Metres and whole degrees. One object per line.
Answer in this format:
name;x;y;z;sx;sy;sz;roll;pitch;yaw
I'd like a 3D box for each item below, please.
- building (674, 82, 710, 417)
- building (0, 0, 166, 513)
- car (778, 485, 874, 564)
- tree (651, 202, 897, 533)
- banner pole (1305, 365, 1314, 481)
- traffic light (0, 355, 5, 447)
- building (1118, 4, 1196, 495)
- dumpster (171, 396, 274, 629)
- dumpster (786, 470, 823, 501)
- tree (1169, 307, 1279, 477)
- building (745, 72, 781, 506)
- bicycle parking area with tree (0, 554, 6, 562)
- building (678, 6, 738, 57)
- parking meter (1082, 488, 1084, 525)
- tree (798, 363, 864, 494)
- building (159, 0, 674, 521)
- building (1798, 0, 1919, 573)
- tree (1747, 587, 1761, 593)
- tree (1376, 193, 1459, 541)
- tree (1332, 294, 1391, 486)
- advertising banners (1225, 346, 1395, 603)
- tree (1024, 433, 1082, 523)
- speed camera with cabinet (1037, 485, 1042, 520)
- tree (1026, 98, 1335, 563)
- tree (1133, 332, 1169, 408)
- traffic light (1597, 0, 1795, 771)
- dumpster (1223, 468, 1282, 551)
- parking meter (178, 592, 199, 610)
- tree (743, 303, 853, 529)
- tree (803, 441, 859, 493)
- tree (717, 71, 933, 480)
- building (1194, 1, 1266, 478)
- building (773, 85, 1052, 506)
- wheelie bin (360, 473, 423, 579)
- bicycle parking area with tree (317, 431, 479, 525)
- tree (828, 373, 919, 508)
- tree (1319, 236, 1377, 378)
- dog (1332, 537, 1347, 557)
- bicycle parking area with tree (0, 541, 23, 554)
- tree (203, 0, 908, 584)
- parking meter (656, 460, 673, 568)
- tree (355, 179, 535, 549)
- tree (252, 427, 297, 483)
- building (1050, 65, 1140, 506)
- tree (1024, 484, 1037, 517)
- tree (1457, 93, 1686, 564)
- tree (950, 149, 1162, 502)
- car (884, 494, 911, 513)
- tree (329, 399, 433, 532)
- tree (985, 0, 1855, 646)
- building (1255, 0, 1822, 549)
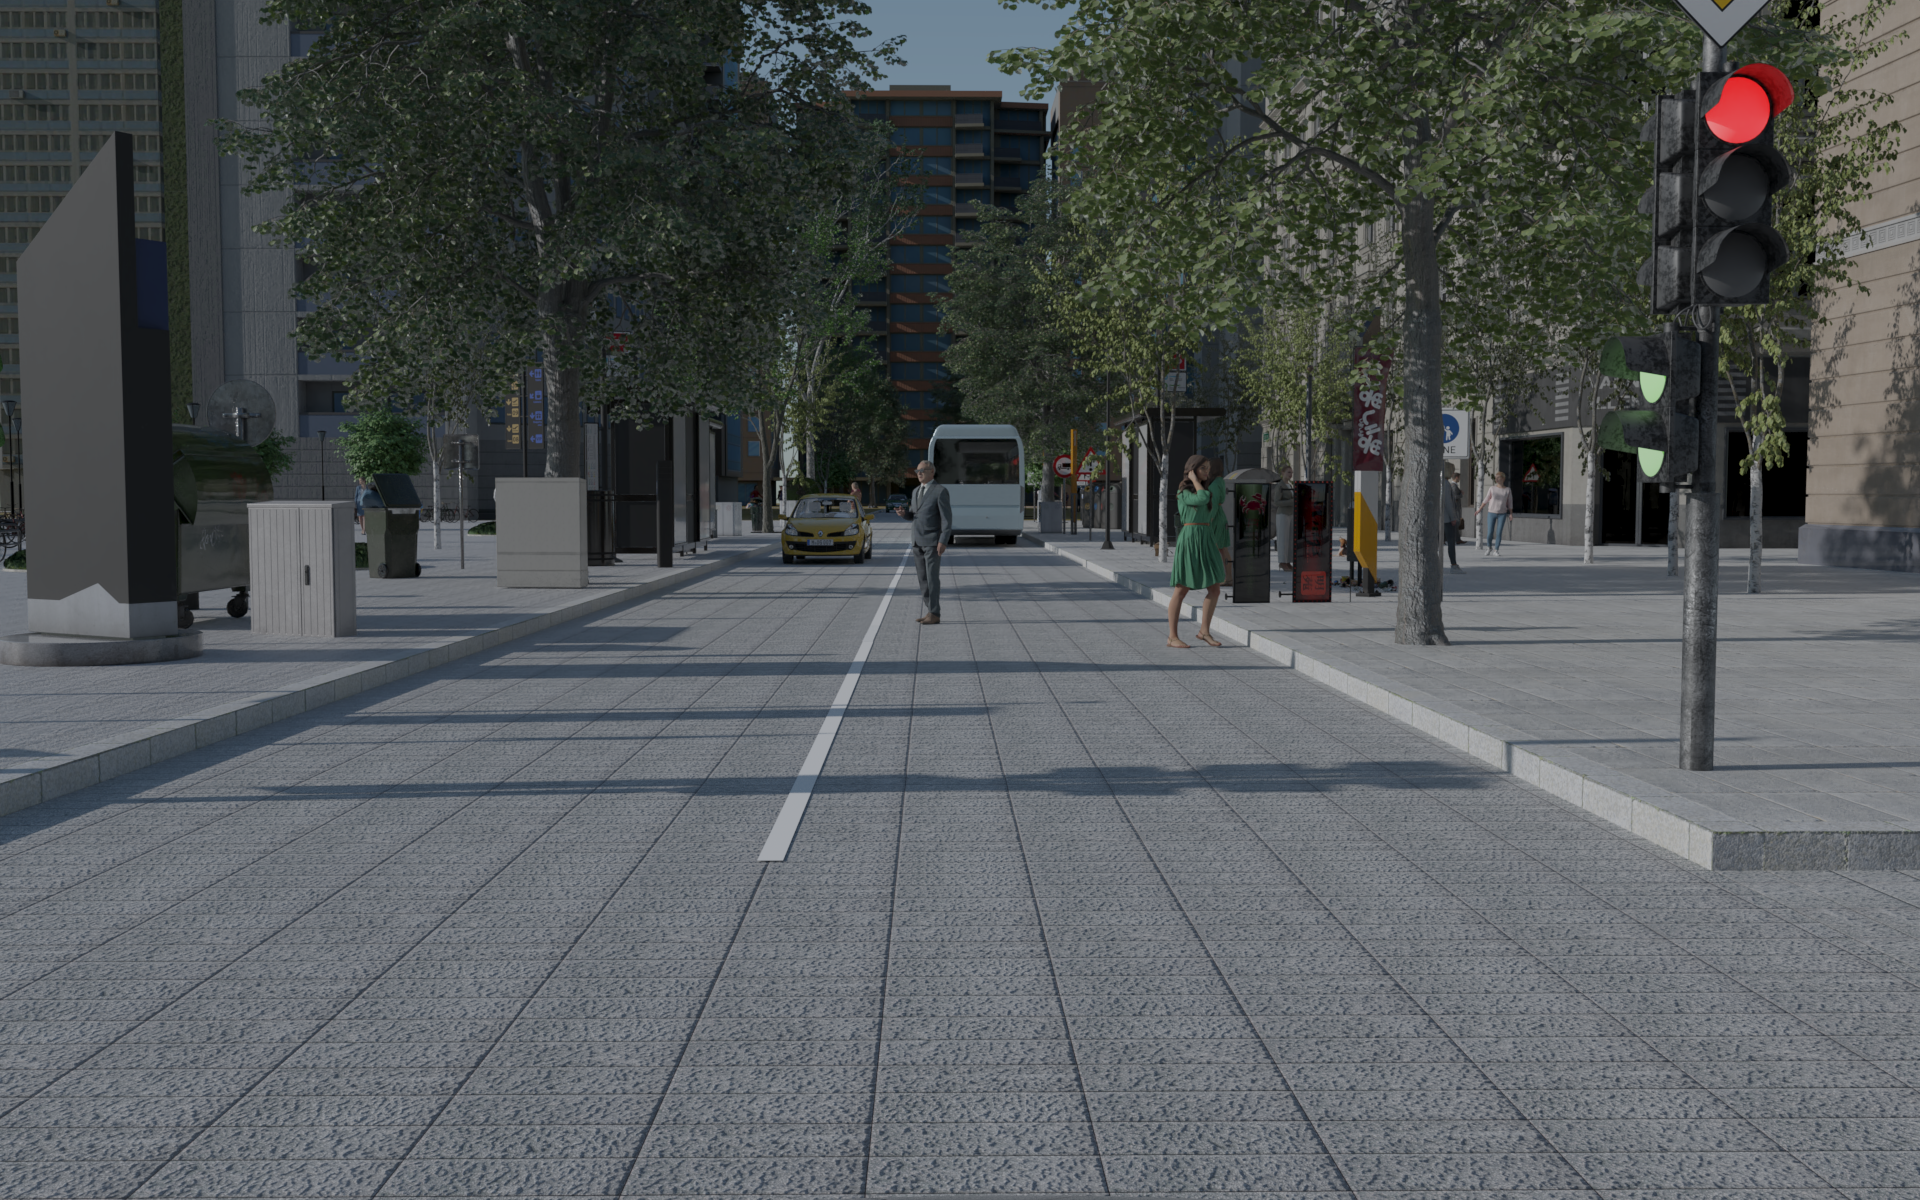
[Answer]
building;-24.911;-21.197;118.274;14.160;30.474;14.107;0;4;-1
building;-58.726;-26.836;130.643;23.993;40.220;32.217;0;4;-1
car;-2.801;-1.629;36.858;2.015;1.641;3.980;0;4;1
tree;-6.216;-8.017;56.833;9.928;11.665;9.643;0;3;0
banner pole;6.808;-2.683;33.888;0.401;3.779;0.863;0;4;5
traffic light;-4.842;-1.157;7.832;0.839;4.253;0.868;0;4;-1
building;24.759;-31.342;132.053;23.786;49.044;30.456;0;4;-1
dumpster;-7.862;-0.890;17.045;1.502;2.255;1.985;0;4;-1
dumpster;-6.365;-4.136;70.118;1.502;2.255;1.985;0;4;-1
tree;10.446;-7.150;67.271;4.360;8.622;3.978;0;3;0
building;-26.755;-32.674;184.323;14.200;45.320;14.600;0;4;-1
bicycle parking area with tree;-21.616;-2.814;33.010;8.231;4.147;9.016;0;4;-3
building;-25.562;-29.965;140.039;14.200;45.320;14.600;0;4;-1
parking meter;5.245;-3.879;71.841;0.372;1.533;0.369;0;3;0
tree;-7.589;-9.049;98.317;4.360;8.622;3.978;0;3;0
building;-28.471;-33.870;95.770;21.231;58.520;28.212;0;4;-1
building;25.268;-14.608;24.743;20.117;28.700;13.634;0;4;-1
tree;10.069;-4.394;22.205;4.737;8.622;4.395;0;3;0
tree;12.241;-5.468;39.767;4.360;8.622;3.978;0;3;0
tree;11.030;-6.338;53.986;4.737;8.622;4.395;0;3;0
advertising banners;4.136;-1.481;20.408;2.074;3.025;0.090;-1;4;-11
tree;3.828;-6.448;89.139;4.285;4.588;4.351;0;3;0
speed camera with cabinet;4.017;-5.363;82.021;0.660;3.252;2.038;0;4;-2
tree;3.666;-5.021;32.449;4.737;8.622;4.395;0;3;0
tree;8.957;-7.789;77.717;4.360;8.622;3.978;0;3;0
traffic light;3.418;-1.165;7.971;0.839;4.253;0.868;0;4;-1
dumpster;6.629;-2.058;39.414;1.264;1.857;1.865;0;4;-1
parking meter;-8.653;-0.659;19.194;0.372;1.533;0.369;0;3;0
tree;-6.244;-6.938;63.801;4.737;8.622;4.395;0;3;0
tree;-7.823;-7.361;104.069;4.285;4.588;4.351;0;3;0
tree;-8.426;-13.707;79.996;12.611;20.169;13.585;0;3;0
building;24.515;-34.222;101.531;21.231;58.520;28.212;0;4;-1
building;-4.979;-32.648;188.411;28.867;44.769;22.147;0;4;-1
wheelie bin;-8.724;-1.137;26.497;0.693;1.594;0.980;3;4;36
bicycle parking area with tree;-26.801;-5.508;77.060;9.016;4.147;8.231;-3;5;-45
tree;-8.061;-14.774;158.559;9.611;12.733;9.660;0;3;0
tree;11.841;-5.891;46.678;4.360;8.622;3.978;0;3;0
dog;7.873;-1.078;35.357;0.550;0.427;0.748;1;4;10
bicycle parking area with tree;-23.548;-3.380;42.271;9.016;4.147;8.231;-3;5;-45
tree;-5.529;-7.197;24.330;9.857;13.997;8.962;0;3;0
parking meter;-5.174;-1.505;30.326;0.255;1.863;0.399;-1;4;-13
tree;-11.903;-5.485;40.048;4.360;8.622;3.978;0;3;0
tree;-25.361;-4.744;61.270;4.285;4.588;4.351;0;3;0
building;17.164;-32.691;184.611;14.200;45.320;14.600;0;4;-1
tree;3.783;-6.266;97.049;1.663;3.219;1.824;0;3;0
tree;11.841;-4.975;31.702;4.360;8.622;3.978;0;3;0
tree;3.318;-9.740;65.900;9.857;13.997;8.962;0;3;0
car;-4.811;-7.458;133.736;2.131;1.459;4.920;0;4;-1
tree;-19.699;-4.613;59.139;4.285;4.588;4.351;0;3;0
tree;3.620;-5.878;14.234;7.486;12.596;7.792;0;3;0
building;22.696;-17.424;61.299;17.030;29.872;44.131;0;4;-1
